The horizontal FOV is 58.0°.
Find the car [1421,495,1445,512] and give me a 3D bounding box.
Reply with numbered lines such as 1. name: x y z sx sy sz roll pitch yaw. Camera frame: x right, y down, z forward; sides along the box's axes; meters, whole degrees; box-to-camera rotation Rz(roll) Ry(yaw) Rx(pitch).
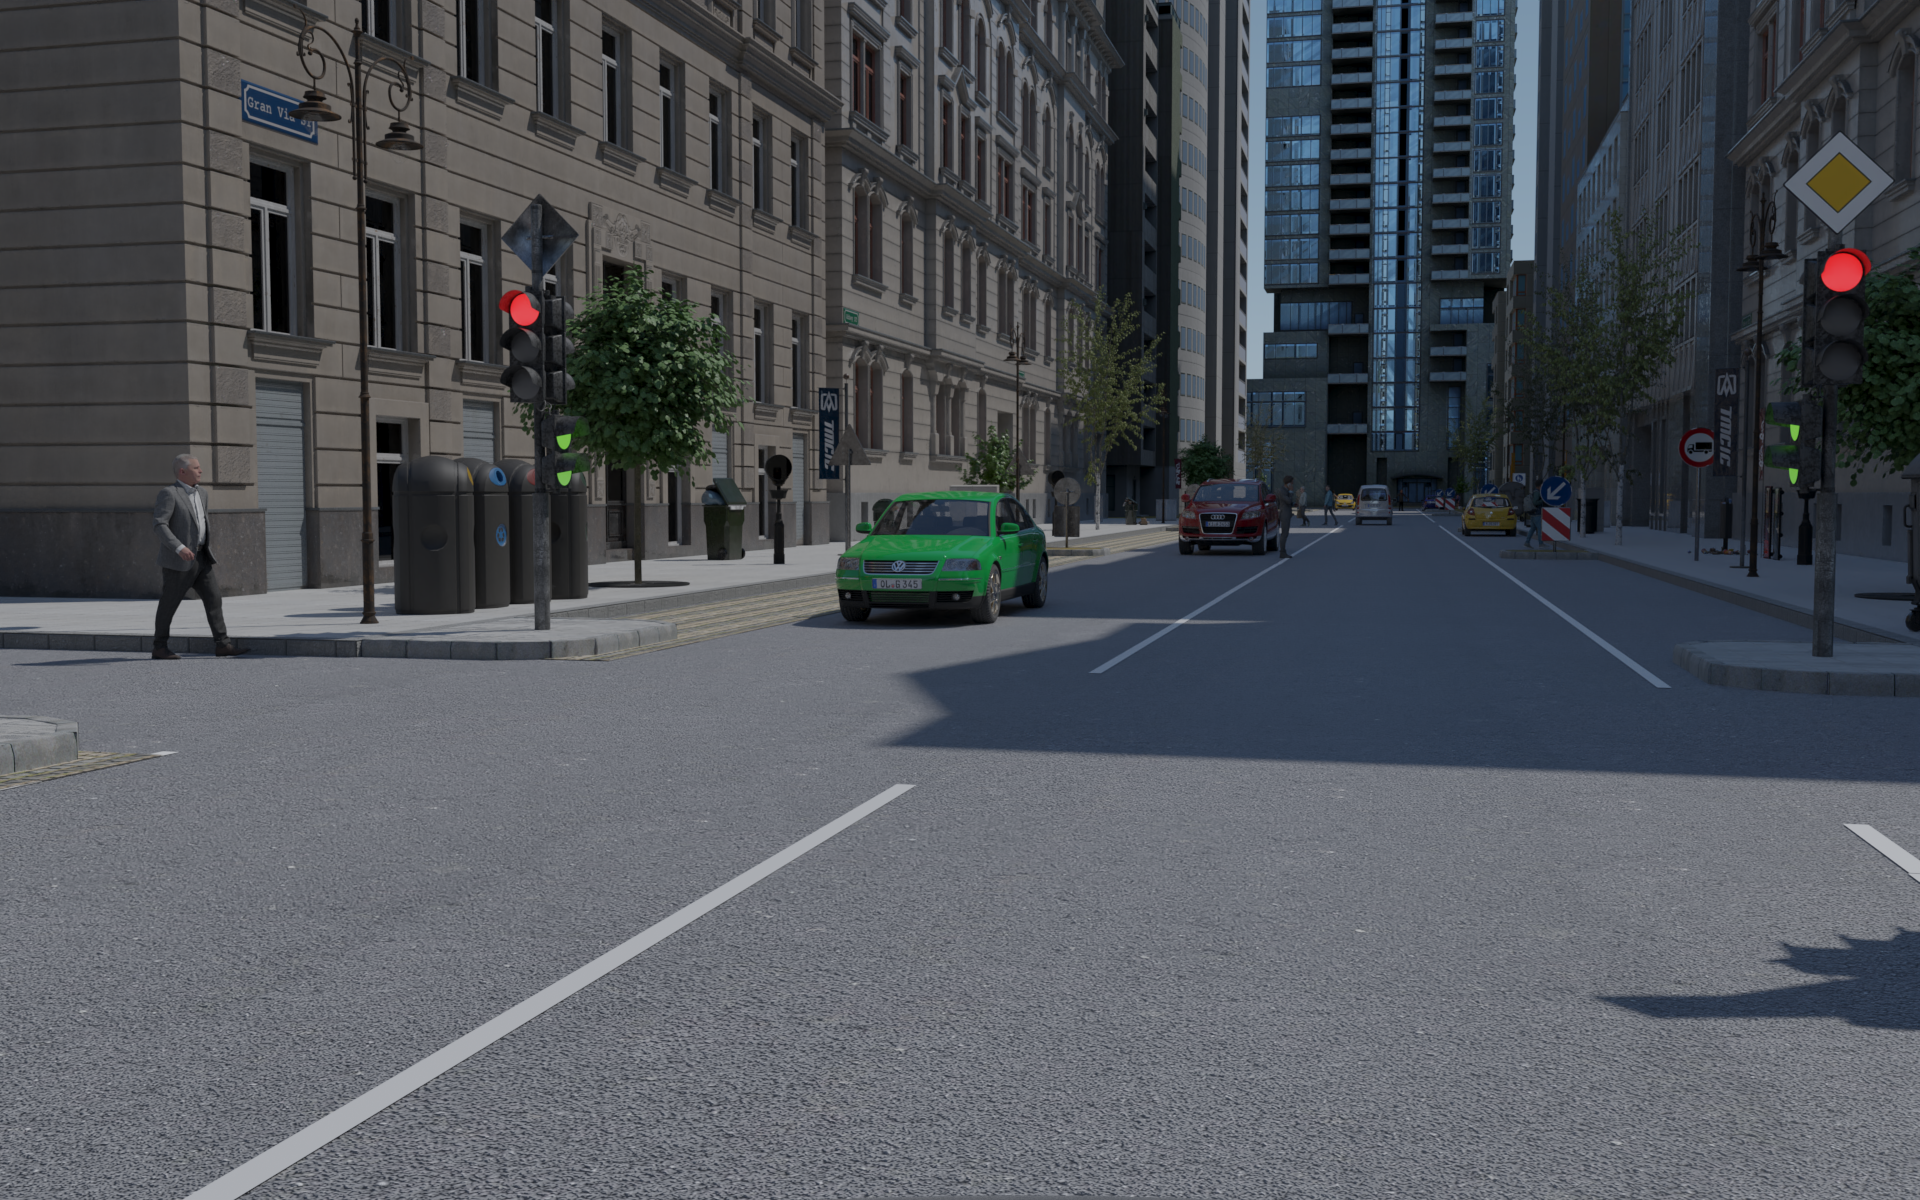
1. car: 38.987 -7.957 142.669 1.945 1.354 3.894 1 4 13

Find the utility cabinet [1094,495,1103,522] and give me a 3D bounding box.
1. utility cabinet: 6.282 -4.129 78.674 0.306 1.237 1.020 1 4 12

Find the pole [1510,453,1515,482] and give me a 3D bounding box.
1. pole: 27.399 -5.631 85.906 0.158 3.312 0.155 0 3 0

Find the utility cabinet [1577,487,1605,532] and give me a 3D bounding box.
1. utility cabinet: 20.924 -2.984 57.462 1.173 1.500 0.318 -3 5 -40

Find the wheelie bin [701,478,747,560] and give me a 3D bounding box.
1. wheelie bin: -4.628 -1.582 33.771 0.693 1.594 0.980 2 4 28

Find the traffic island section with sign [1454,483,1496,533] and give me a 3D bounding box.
1. traffic island section with sign: 19.888 -3.481 65.537 1.989 1.847 2.006 1 4 14

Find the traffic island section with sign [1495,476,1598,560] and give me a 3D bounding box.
1. traffic island section with sign: 13.154 -1.844 38.771 1.989 1.847 2.006 1 4 14

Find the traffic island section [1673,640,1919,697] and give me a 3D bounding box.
1. traffic island section: 6.837 0.526 13.685 2.009 0.180 2.903 1 4 14

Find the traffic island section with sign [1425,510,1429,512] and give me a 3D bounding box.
1. traffic island section with sign: 38.416 -7.987 139.221 1.989 1.847 2.006 1 4 14

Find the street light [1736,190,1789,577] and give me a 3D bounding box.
1. street light: 12.290 -3.295 26.669 0.468 5.910 1.993 1 4 14

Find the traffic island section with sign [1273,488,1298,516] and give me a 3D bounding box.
1. traffic island section with sign: 21.245 -6.525 115.310 1.989 1.847 2.006 1 4 14

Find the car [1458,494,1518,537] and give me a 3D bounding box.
1. car: 18.266 -3.035 59.847 2.015 1.641 3.980 1 4 14

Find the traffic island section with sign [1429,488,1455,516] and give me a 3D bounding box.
1. traffic island section with sign: 31.692 -6.352 112.490 1.989 1.847 2.006 1 4 14

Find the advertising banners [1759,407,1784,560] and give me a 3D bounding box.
1. advertising banners: 16.024 -2.330 34.280 0.090 3.025 2.074 1 4 13

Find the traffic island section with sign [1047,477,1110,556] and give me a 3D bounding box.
1. traffic island section with sign: 2.477 -1.958 40.636 1.989 1.847 2.006 1 4 14

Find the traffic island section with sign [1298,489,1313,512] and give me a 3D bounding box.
1. traffic island section with sign: 27.813 -8.124 141.456 1.989 1.847 2.006 1 4 14

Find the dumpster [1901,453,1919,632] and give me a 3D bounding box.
1. dumpster: 9.228 -0.582 15.282 1.264 1.857 1.865 1 4 14

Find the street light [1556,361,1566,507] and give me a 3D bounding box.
1. street light: 19.447 -5.076 55.781 0.468 5.910 1.993 1 4 14

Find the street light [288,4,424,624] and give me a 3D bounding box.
1. street light: -5.854 -2.703 16.986 0.468 5.910 1.993 1 4 14

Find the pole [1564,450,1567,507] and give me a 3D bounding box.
1. pole: 27.916 -5.269 79.991 0.158 3.312 0.155 0 3 0

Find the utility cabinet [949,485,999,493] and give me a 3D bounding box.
1. utility cabinet: 0.345 -2.042 42.067 1.173 1.500 0.318 1 4 12

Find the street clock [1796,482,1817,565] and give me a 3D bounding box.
1. street clock: 15.289 -1.634 31.290 0.358 2.002 0.471 -2 4 -29

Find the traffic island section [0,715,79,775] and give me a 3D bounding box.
1. traffic island section: -5.915 0.834 8.651 2.009 0.180 2.903 1 4 14

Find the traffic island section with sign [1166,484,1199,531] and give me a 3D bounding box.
1. traffic island section with sign: 9.048 -3.557 66.781 1.989 1.847 2.006 1 4 14

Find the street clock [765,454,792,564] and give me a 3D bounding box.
1. street clock: -3.322 -1.662 31.747 0.471 2.002 0.358 -1 4 -14

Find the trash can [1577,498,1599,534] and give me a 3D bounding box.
1. trash can: 20.253 -2.706 55.904 0.748 1.137 0.748 0 3 0

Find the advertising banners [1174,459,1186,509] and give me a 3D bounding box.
1. advertising banners: 11.384 -5.507 86.227 2.074 3.025 0.090 -3 4 -37

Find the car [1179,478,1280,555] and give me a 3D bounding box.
1. car: 6.645 -2.063 42.405 2.281 1.827 5.304 1 4 16

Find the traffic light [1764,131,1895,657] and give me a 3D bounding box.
1. traffic light: 6.801 -1.508 13.580 0.839 4.253 0.868 1 4 14

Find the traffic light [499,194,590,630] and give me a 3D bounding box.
1. traffic light: -3.932 -1.672 16.252 0.839 4.253 0.868 1 4 14

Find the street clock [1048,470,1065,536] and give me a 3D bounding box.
1. street clock: 2.929 -2.950 52.800 0.471 2.002 0.358 -2 4 -26

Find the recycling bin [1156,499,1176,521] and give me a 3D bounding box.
1. recycling bin: 9.859 -4.297 82.805 0.722 1.027 0.722 -3 5 -40

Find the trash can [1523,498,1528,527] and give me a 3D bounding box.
1. trash can: 22.014 -3.360 66.590 0.748 1.137 0.748 0 3 0

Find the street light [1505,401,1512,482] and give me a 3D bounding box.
1. street light: 26.836 -6.853 84.834 0.468 5.910 1.993 1 4 14

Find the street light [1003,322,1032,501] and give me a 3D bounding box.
1. street light: 1.549 -4.515 46.601 0.468 5.910 1.993 1 4 14

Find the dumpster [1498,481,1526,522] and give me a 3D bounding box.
1. dumpster: 25.616 -4.564 80.388 1.264 1.857 1.865 1 4 14

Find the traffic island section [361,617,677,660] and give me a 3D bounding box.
1. traffic island section: -3.968 0.360 16.396 2.009 0.180 2.903 1 4 14

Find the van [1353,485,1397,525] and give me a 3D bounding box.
1. van: 19.363 -4.521 80.923 2.013 2.044 4.112 1 4 14

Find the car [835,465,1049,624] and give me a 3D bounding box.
1. car: -0.121 -0.729 20.708 1.959 1.807 4.718 1 4 14

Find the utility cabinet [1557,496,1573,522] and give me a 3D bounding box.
1. utility cabinet: 28.210 -4.262 80.848 0.306 1.237 1.020 -1 4 -10

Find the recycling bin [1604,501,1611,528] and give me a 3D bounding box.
1. recycling bin: 24.597 -3.312 66.713 0.722 1.027 0.722 0 4 4

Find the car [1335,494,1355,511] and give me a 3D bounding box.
1. car: 33.470 -8.579 150.484 2.015 1.641 3.980 1 4 13

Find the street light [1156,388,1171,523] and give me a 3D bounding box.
1. street light: 8.914 -6.299 75.775 0.468 5.910 1.993 1 4 14

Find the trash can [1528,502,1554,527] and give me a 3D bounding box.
1. trash can: 20.453 -2.981 60.387 0.748 1.137 0.748 0 3 0
